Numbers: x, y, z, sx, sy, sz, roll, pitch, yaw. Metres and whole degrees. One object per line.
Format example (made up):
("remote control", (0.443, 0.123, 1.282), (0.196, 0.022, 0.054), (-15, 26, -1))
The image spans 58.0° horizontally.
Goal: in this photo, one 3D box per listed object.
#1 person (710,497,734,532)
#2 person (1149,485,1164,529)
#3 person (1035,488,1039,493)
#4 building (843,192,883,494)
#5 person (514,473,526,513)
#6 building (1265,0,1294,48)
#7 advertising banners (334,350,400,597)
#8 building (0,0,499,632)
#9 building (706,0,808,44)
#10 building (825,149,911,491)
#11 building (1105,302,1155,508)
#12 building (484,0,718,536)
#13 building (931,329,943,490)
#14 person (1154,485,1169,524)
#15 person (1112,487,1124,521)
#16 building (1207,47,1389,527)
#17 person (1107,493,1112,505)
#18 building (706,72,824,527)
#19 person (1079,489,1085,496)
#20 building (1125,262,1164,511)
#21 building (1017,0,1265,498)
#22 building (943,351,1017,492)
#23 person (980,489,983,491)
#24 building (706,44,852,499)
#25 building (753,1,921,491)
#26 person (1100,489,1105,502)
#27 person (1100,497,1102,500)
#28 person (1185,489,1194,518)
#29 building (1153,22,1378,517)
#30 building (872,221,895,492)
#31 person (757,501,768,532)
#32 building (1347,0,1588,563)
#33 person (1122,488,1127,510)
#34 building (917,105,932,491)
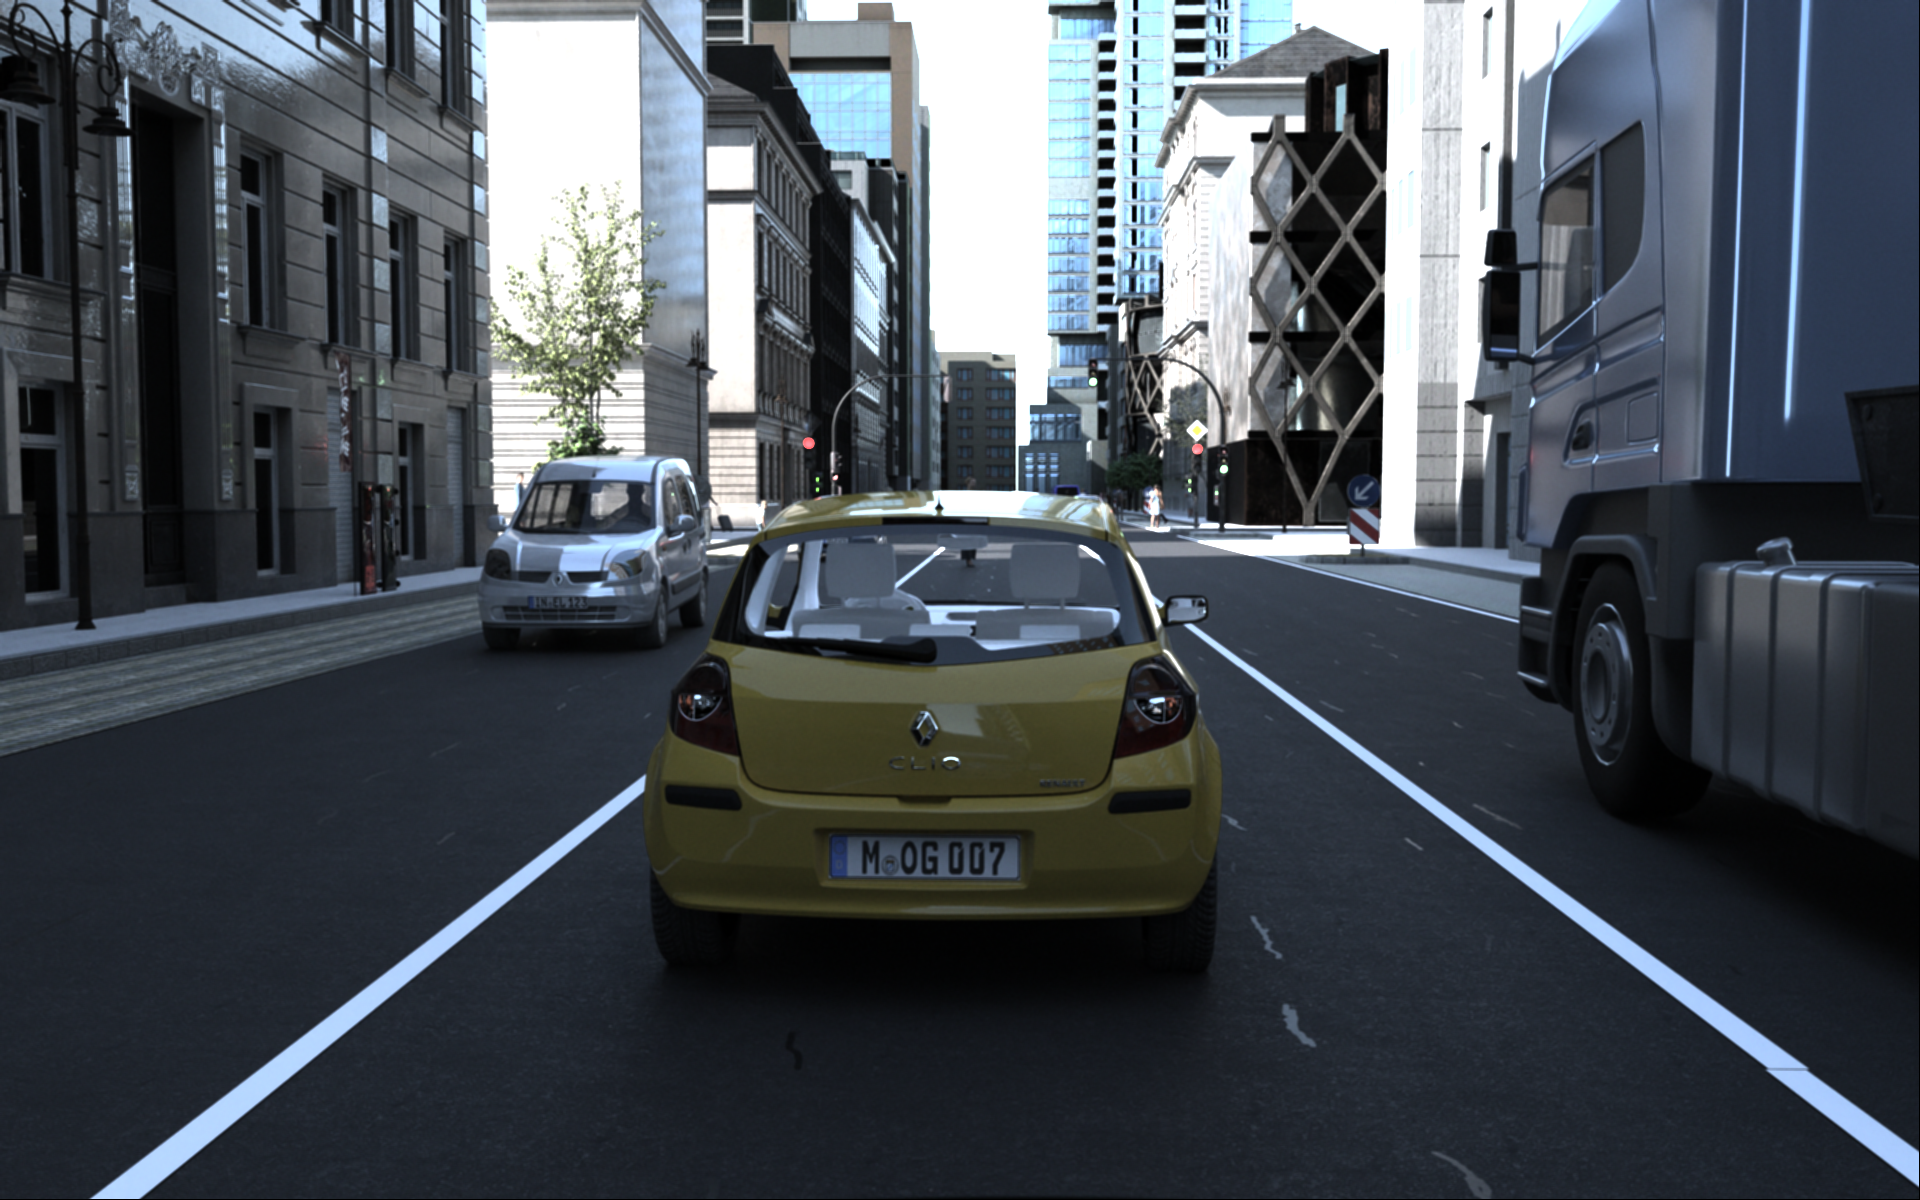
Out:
("person", (-8.471, -3.221, 58.924), (1.509, 1.804, 0.699), (3, 5, 40))
("person", (8.048, -3.810, 70.891), (0.616, 1.811, 0.778), (1, 4, 21))
("person", (5.592, -7.092, 124.268), (0.447, 1.846, 0.655), (1, 4, 16))
("building", (-10.476, -16.008, 110.875), (9.793, 20.994, 18.267), (0, 4, 2))
("person", (-11.096, -2.293, 43.558), (0.654, 1.822, 0.581), (1, 4, 14))
("building", (26.623, -54.205, 198.928), (22.319, 86.520, 31.000), (0, 4, 2))
("advertising banners", (-7.562, -1.585, 22.096), (0.090, 3.025, 2.074), (0, 4, 1))
("building", (-14.440, -13.559, 18.953), (12.463, 27.353, 25.104), (0, 4, 2))
("building", (-31.908, -48.754, 235.375), (20.611, 71.187, 20.563), (0, 4, 2))
("building", (-11.676, -23.071, 148.909), (14.160, 30.474, 14.107), (0, 4, 2))
("building", (28.980, -19.901, 170.424), (27.650, 21.520, 28.899), (0, 4, 2))
("building", (-18.246, -13.198, 51.942), (21.152, 22.565, 11.583), (0, 4, 2))
("building", (-17.299, -21.973, 204.302), (28.899, 21.520, 27.650), (0, 4, 2))
("person", (9.494, -4.502, 82.011), (0.836, 1.842, 0.656), (-2, 4, -25))
("person", (8.397, -5.095, 91.772), (0.622, 1.834, 0.822), (0, 4, 2))
("building", (19.837, -12.586, 73.230), (16.811, 18.784, 16.820), (0, 4, 2))
("person", (14.068, -9.421, 163.339), (0.557, 1.426, 1.065), (-1, 4, -23))
("building", (-12.282, -12.954, 76.426), (10.561, 19.102, 19.286), (0, 4, 2))
("person", (8.320, -6.645, 117.372), (0.641, 1.798, 0.478), (-3, 4, -38))
("building", (21.011, -16.185, 132.073), (16.820, 18.784, 16.811), (0, 4, 2))
("building", (23.303, -56.288, 232.978), (31.000, 86.520, 22.319), (0, 4, 2))
("building", (-6.665, -24.088, 238.879), (28.899, 21.520, 27.650), (0, 4, 2))
("person", (1.406, -6.262, 111.438), (0.362, 1.759, 0.519), (-3, 5, -43))
("building", (-12.775, -16.157, 93.845), (12.332, 23.373, 15.834), (0, 4, 2))
("building", (-10.954, -31.343, 162.568), (14.600, 45.320, 14.200), (0, 4, 2))
("person", (10.362, -7.182, 125.939), (0.555, 1.821, 0.388), (-3, 5, -40))
("person", (7.588, -4.846, 92.408), (0.352, 1.250, 0.332), (0, 4, 5))
("person", (12.278, -5.240, 92.070), (0.716, 1.782, 0.532), (-1, 4, -10))
("building", (19.580, -19.492, 106.077), (14.401, 28.519, 23.554), (0, 4, 2))
("building", (-11.008, -18.411, 129.892), (11.050, 23.489, 19.941), (0, 4, 2))
("person", (-5.440, -2.112, 47.718), (0.352, 1.250, 0.332), (1, 4, 20))
("building", (21.586, -30.580, 41.981), (21.231, 58.520, 28.212), (0, 4, 2))
("person", (13.500, -8.339, 142.384), (1.348, 1.824, 0.705), (0, 4, 0))
("building", (-10.263, -30.176, 176.976), (14.154, 41.232, 14.086), (0, 4, 2))
